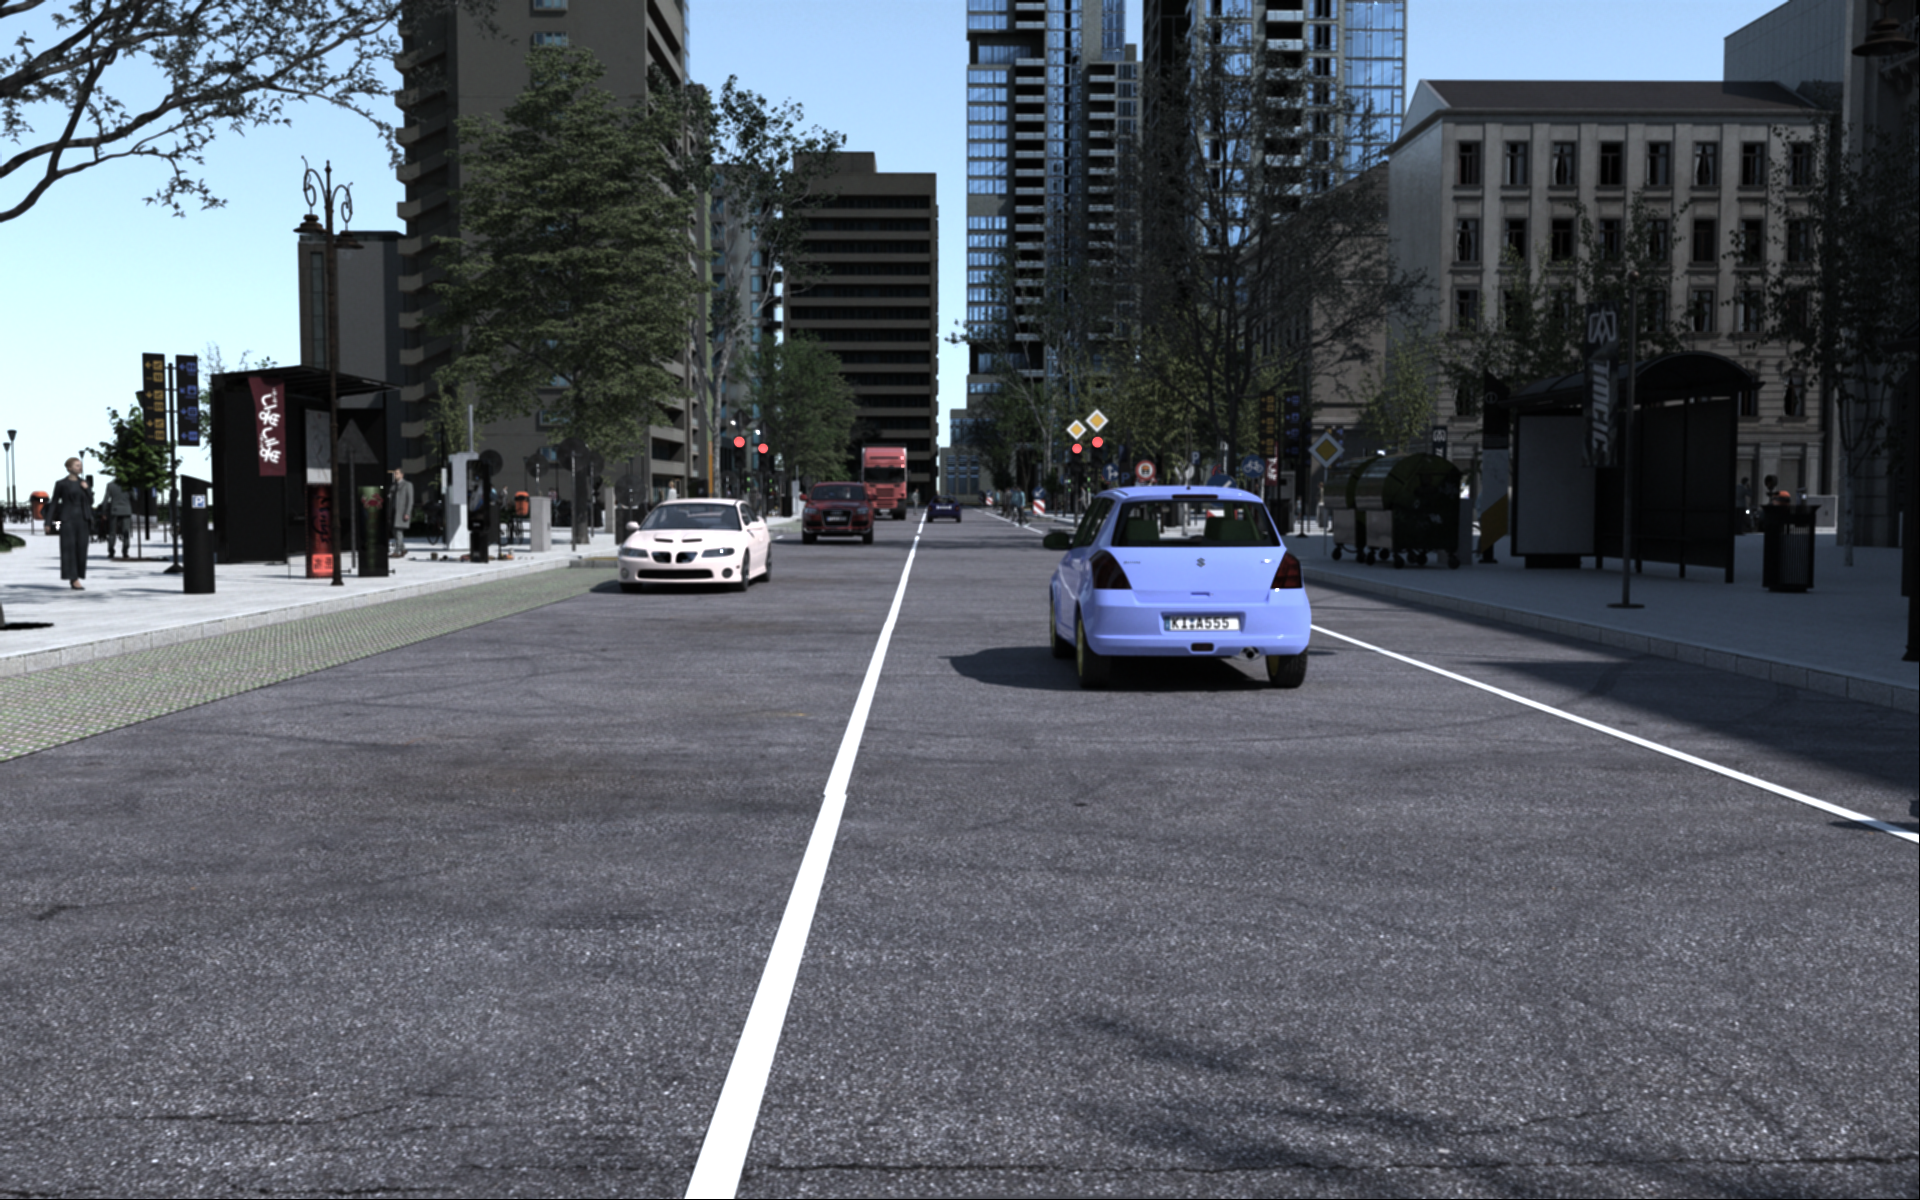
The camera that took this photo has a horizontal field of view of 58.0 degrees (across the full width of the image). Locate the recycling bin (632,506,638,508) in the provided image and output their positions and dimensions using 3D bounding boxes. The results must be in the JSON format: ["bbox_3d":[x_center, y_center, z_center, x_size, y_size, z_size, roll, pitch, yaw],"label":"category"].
[{"bbox_3d":[-13.178,-3.411,68.320,0.722,1.027,0.722,1,4,18],"label":"recycling bin"}]

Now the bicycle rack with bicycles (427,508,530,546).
[{"bbox_3d":[-11.756,-1.834,43.370,2.852,0.926,2.925,-3,4,-37],"label":"bicycle rack with bicycles"}]

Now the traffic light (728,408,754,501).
[{"bbox_3d":[-7.181,-4.152,56.808,0.839,4.253,0.868,0,4,-1],"label":"traffic light"}]

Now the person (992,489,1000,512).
[{"bbox_3d":[2.829,-7.744,135.132,0.620,1.820,0.660,-1,4,-22],"label":"person"}]

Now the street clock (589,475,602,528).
[{"bbox_3d":[-13.798,-3.735,65.643,0.358,2.002,0.471,2,4,35],"label":"street clock"}]

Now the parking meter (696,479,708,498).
[{"bbox_3d":[-9.900,-3.721,66.556,0.399,1.863,0.255,1,4,20],"label":"parking meter"}]

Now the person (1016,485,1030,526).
[{"bbox_3d":[2.767,-4.170,76.706,0.620,1.820,0.660,-1,4,-21],"label":"person"}]

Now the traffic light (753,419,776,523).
[{"bbox_3d":[-7.313,-4.640,64.792,0.839,4.253,0.868,0,4,-1],"label":"traffic light"}]

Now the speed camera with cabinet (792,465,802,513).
[{"bbox_3d":[-11.391,-7.696,120.166,0.660,3.252,2.038,0,4,2],"label":"speed camera with cabinet"}]

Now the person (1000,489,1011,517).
[{"bbox_3d":[2.941,-6.209,110.408,0.661,1.777,0.834,-3,5,-43],"label":"person"}]

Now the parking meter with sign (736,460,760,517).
[{"bbox_3d":[-11.067,-5.629,88.293,1.738,3.016,0.543,-1,4,-15],"label":"parking meter with sign"}]

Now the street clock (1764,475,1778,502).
[{"bbox_3d":[30.855,-3.753,65.929,0.358,2.002,0.471,-1,4,-13],"label":"street clock"}]

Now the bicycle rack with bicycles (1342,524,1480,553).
[{"bbox_3d":[10.082,-1.517,38.179,2.925,0.926,2.852,2,4,26],"label":"bicycle rack with bicycles"}]

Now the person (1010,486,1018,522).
[{"bbox_3d":[2.841,-4.878,88.110,0.638,1.841,0.748,-2,4,-33],"label":"person"}]

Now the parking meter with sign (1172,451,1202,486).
[{"bbox_3d":[8.878,-4.489,69.652,1.738,3.016,0.543,-2,4,-34],"label":"parking meter with sign"}]

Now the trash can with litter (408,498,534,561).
[{"bbox_3d":[-9.589,-1.390,33.780,2.233,1.210,1.678,0,4,1],"label":"trash can with litter"}]

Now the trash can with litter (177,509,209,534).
[{"bbox_3d":[-24.315,-2.651,54.737,1.055,1.170,0.624,1,4,9],"label":"trash can with litter"}]

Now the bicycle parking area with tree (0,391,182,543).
[{"bbox_3d":[-25.172,-3.708,47.632,8.231,4.147,9.016,0,4,-3],"label":"bicycle parking area with tree"}]

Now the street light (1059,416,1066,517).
[{"bbox_3d":[5.868,-7.629,97.526,0.468,5.910,1.993,0,4,-1],"label":"street light"}]

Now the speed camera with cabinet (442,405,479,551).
[{"bbox_3d":[-11.268,-2.729,38.949,0.660,3.252,2.038,-1,4,-23],"label":"speed camera with cabinet"}]

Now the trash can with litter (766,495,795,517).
[{"bbox_3d":[-11.218,-5.781,105.582,2.233,1.210,1.678,1,4,17],"label":"trash can with litter"}]

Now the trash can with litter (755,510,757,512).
[{"bbox_3d":[-14.358,-6.735,121.499,0.624,1.170,1.055,-1,4,-23],"label":"trash can with litter"}]

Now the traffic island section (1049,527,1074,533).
[{"bbox_3d":[4.386,-2.620,65.115,2.009,0.180,2.903,0,4,-1],"label":"traffic island section"}]

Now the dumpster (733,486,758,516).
[{"bbox_3d":[-11.746,-5.459,95.011,1.264,1.857,1.865,0,4,-1],"label":"dumpster"}]

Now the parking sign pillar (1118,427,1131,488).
[{"bbox_3d":[6.559,-4.916,68.849,1.447,3.967,1.447,0,4,4],"label":"parking sign pillar"}]

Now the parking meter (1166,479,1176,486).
[{"bbox_3d":[8.098,-3.717,66.480,0.255,1.863,0.399,-2,4,-30],"label":"parking meter"}]

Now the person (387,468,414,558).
[{"bbox_3d":[-11.337,-1.758,34.883,0.694,1.812,0.767,2,4,25],"label":"person"}]

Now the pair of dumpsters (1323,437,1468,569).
[{"bbox_3d":[7.868,-1.775,31.519,1.574,2.255,4.437,0,4,-1],"label":"pair of dumpsters"}]

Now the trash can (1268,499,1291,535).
[{"bbox_3d":[9.941,-2.586,53.927,0.748,1.137,0.748,0,3,0],"label":"trash can"}]

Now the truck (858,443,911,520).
[{"bbox_3d":[-4.315,-6.688,98.260,2.839,4.237,11.283,0,4,-3],"label":"truck"}]

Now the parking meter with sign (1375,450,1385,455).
[{"bbox_3d":[17.145,-4.385,67.954,0.543,3.016,1.738,-3,4,-39],"label":"parking meter with sign"}]

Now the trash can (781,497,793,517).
[{"bbox_3d":[-9.548,-5.127,95.484,0.748,1.137,0.748,0,3,0],"label":"trash can"}]

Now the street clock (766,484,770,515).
[{"bbox_3d":[-11.448,-6.016,102.932,0.358,2.002,0.471,0,4,-4],"label":"street clock"}]

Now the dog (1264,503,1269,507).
[{"bbox_3d":[16.098,-4.746,91.969,0.513,0.831,0.800,0,4,-4],"label":"dog"}]

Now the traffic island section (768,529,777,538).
[{"bbox_3d":[-7.221,-2.120,56.942,2.009,0.180,2.903,0,4,-1],"label":"traffic island section"}]

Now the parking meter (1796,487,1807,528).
[{"bbox_3d":[32.183,-3.538,66.263,0.372,1.533,0.369,0,3,0],"label":"parking meter"}]

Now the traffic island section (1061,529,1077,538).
[{"bbox_3d":[4.518,-2.132,57.131,2.009,0.180,2.903,0,4,-1],"label":"traffic island section"}]

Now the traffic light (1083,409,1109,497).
[{"bbox_3d":[4.478,-4.165,57.017,0.839,4.253,0.868,0,4,-1],"label":"traffic light"}]

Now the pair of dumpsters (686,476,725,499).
[{"bbox_3d":[-13.134,-5.304,89.216,1.574,2.255,4.437,0,4,-1],"label":"pair of dumpsters"}]

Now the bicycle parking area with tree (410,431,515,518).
[{"bbox_3d":[-26.510,-5.642,79.251,8.231,4.147,9.016,1,4,15],"label":"bicycle parking area with tree"}]

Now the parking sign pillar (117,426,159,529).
[{"bbox_3d":[-30.610,-4.639,64.316,1.447,3.967,1.447,0,4,-4],"label":"parking sign pillar"}]

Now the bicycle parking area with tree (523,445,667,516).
[{"bbox_3d":[-21.242,-7.050,102.272,8.231,4.147,9.016,-1,4,-16],"label":"bicycle parking area with tree"}]

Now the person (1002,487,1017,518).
[{"bbox_3d":[2.954,-5.780,102.963,0.822,1.834,0.622,3,5,44],"label":"person"}]

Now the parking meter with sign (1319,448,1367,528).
[{"bbox_3d":[14.481,-4.238,65.551,1.738,3.016,0.543,1,4,10],"label":"parking meter with sign"}]

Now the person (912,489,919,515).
[{"bbox_3d":[-3.064,-6.769,119.279,0.391,1.810,0.635,1,4,16],"label":"person"}]

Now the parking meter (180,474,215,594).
[{"bbox_3d":[-9.822,-0.851,22.321,0.372,1.533,0.369,0,3,0],"label":"parking meter"}]

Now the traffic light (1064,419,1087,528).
[{"bbox_3d":[4.346,-4.653,65.001,0.839,4.253,0.868,0,4,-1],"label":"traffic light"}]

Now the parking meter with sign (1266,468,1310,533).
[{"bbox_3d":[10.790,-3.758,57.700,1.738,3.016,0.543,1,4,9],"label":"parking meter with sign"}]

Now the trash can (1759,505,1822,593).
[{"bbox_3d":[10.839,-0.672,22.646,0.748,1.137,0.748,0,3,0],"label":"trash can"}]

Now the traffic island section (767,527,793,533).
[{"bbox_3d":[-7.354,-2.608,64.926,2.009,0.180,2.903,0,4,-1],"label":"traffic island section"}]

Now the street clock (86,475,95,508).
[{"bbox_3d":[-33.003,-3.739,65.707,0.358,2.002,0.471,-2,4,-30],"label":"street clock"}]

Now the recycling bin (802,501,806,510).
[{"bbox_3d":[-12.421,-7.690,138.293,0.722,1.027,0.722,0,4,-4],"label":"recycling bin"}]
